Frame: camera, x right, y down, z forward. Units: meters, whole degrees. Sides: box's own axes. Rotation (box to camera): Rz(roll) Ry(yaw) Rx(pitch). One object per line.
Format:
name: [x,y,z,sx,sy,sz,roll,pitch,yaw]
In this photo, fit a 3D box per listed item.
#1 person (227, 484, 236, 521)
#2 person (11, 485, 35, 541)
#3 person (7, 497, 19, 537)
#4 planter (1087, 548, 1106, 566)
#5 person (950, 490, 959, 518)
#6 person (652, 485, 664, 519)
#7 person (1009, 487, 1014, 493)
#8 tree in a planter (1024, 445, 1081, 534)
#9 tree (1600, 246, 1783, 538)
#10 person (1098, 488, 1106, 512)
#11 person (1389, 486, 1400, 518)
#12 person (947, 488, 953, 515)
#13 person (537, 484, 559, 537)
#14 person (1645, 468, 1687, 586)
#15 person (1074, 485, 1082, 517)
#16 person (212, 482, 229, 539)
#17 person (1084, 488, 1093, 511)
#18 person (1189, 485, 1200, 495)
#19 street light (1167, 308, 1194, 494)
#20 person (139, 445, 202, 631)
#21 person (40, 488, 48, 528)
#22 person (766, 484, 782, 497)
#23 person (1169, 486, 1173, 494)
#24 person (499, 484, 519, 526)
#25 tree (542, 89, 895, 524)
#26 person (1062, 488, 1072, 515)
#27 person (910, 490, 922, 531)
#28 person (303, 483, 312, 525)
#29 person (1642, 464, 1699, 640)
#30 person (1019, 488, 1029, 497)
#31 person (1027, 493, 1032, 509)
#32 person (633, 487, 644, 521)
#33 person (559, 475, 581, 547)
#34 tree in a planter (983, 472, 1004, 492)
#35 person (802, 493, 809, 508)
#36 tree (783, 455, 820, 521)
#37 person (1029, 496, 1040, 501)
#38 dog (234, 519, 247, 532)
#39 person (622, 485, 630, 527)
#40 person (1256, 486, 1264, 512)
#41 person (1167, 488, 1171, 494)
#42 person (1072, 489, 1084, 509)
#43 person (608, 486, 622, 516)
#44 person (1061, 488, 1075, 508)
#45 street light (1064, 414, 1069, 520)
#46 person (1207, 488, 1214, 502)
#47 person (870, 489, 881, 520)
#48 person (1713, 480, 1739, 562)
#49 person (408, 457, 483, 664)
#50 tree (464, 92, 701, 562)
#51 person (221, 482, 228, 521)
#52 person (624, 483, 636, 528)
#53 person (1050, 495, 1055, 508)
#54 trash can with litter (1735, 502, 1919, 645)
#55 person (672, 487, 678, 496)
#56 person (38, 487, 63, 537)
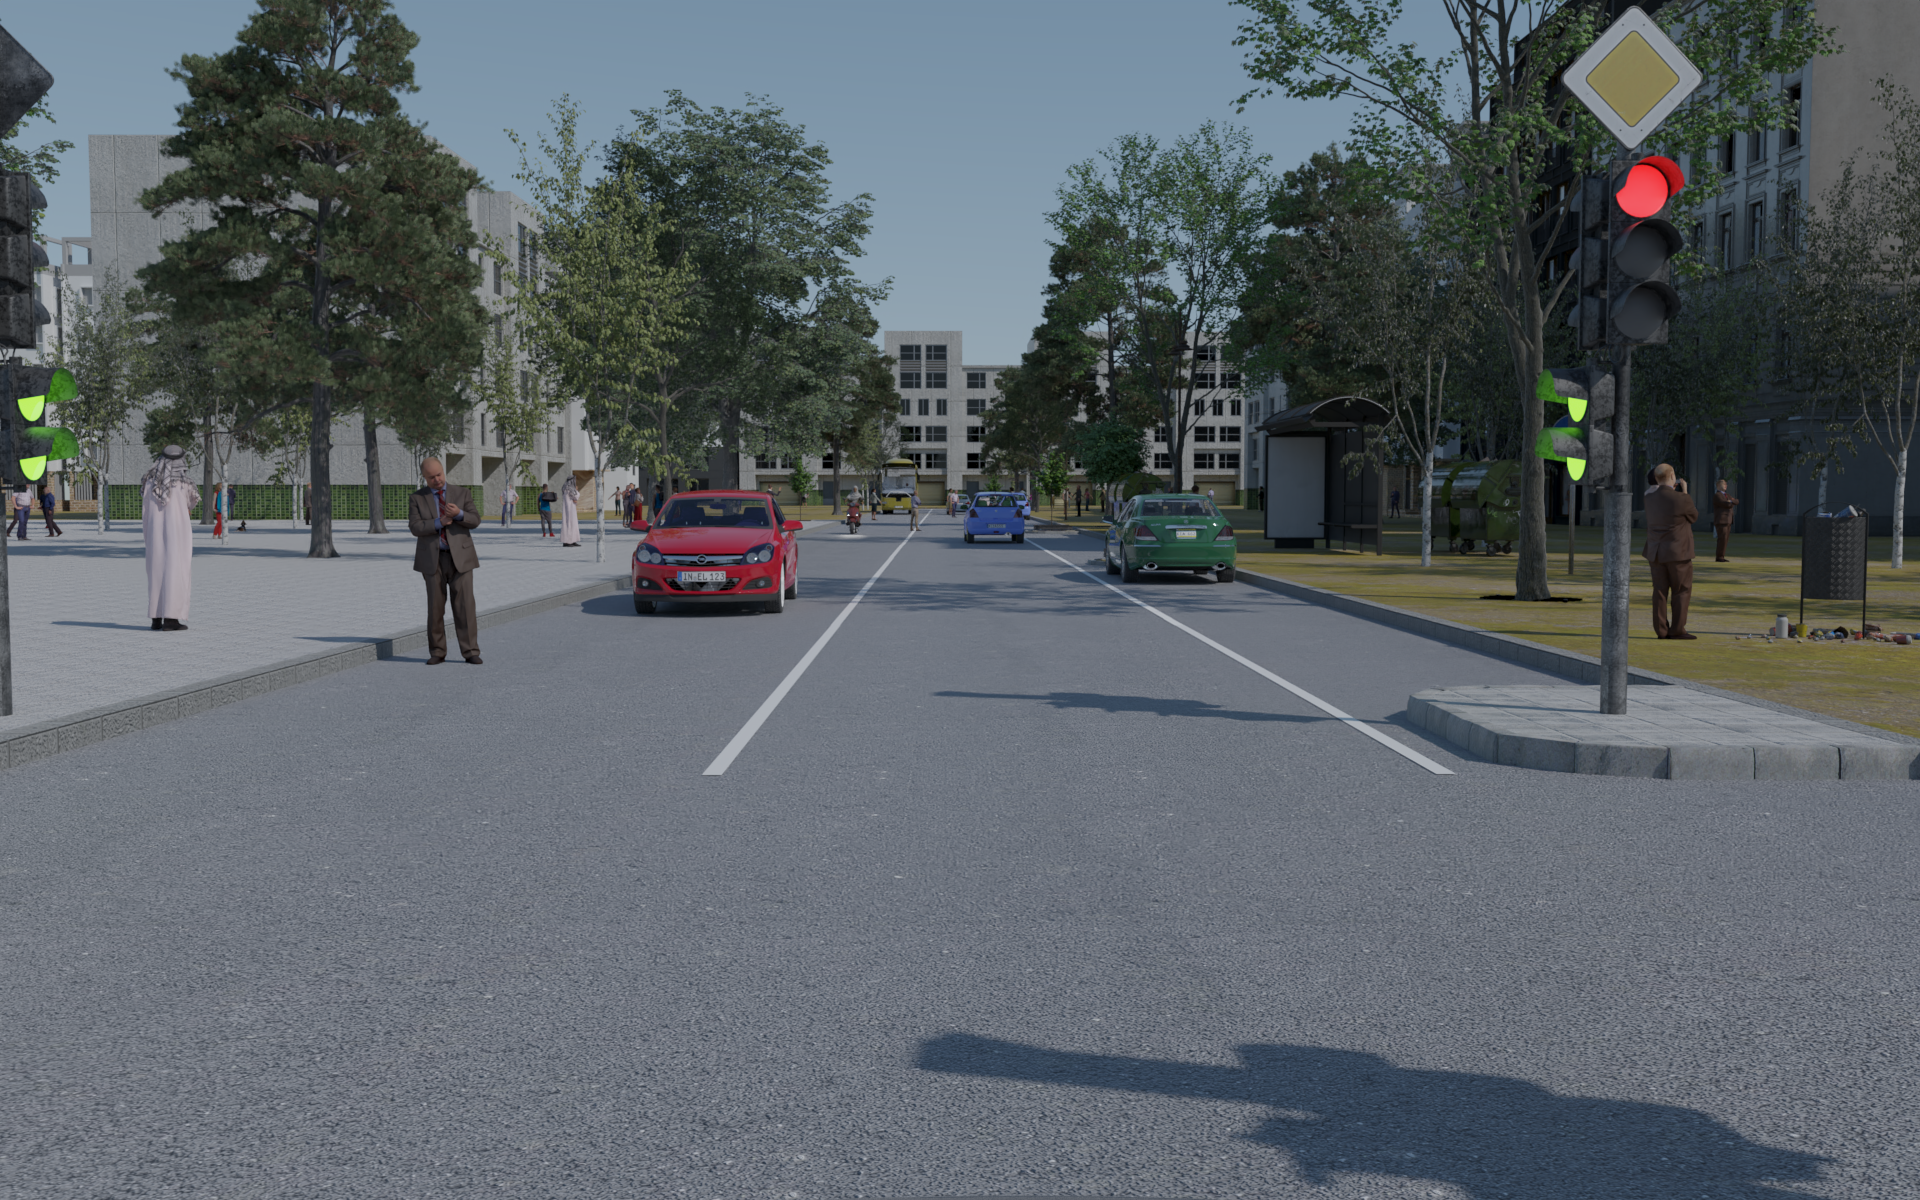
person: [-35.093,-4.682,83.044,0.683,1.767,0.568,-3,5,-41]
person: [-25.859,-2.505,47.933,0.436,1.711,0.756,2,4,26]
person: [-28.194,-2.639,51.885,0.600,1.496,0.574,1,4,21]
planter: [3.625,-0.870,35.372,1.991,0.319,1.994,0,4,-1]
person: [-0.285,-5.904,105.968,0.756,1.711,0.436,-3,4,-39]
person: [-10.053,-3.061,57.964,0.662,1.594,0.647,3,4,37]
person: [3.149,-6.015,106.476,0.705,1.869,1.348,2,4,34]
tree in a planter: [3.367,-4.046,63.376,1.991,3.239,1.994,0,4,-1]
tree: [22.036,-6.133,50.641,4.737,8.622,4.395,0,3,0]
person: [9.934,-7.019,120.895,0.705,1.812,1.348,2,4,24]
person: [22.897,-5.153,91.221,0.530,1.710,0.541,-2,4,-34]
person: [-0.593,-6.618,116.707,0.705,1.824,1.348,2,4,27]
person: [-12.315,-2.684,51.797,0.647,1.594,0.662,0,4,-5]
person: [9.775,-1.009,24.005,0.566,1.644,0.517,0,4,7]
person: [6.697,-5.621,98.083,0.705,1.807,1.348,0,4,-6]
person: [-21.078,-2.546,49.370,0.444,1.614,0.593,3,4,38]
person: [9.511,-7.435,128.317,0.721,1.743,1.217,-2,4,-28]
person: [6.430,-2.401,47.764,0.523,1.526,0.387,1,4,15]
street light: [5.477,-4.309,43.236,0.468,5.910,1.993,0,4,-1]
person: [-7.431,-0.587,16.317,0.551,1.740,0.621,-1,4,-18]
person: [-34.111,-3.429,64.654,0.480,1.512,0.613,-3,5,-41]
person: [-8.024,-4.151,74.719,0.742,1.727,0.445,0,4,7]
person: [13.251,-6.168,107.416,0.721,1.766,1.217,1,4,13]
person: [-17.918,-3.777,68.733,0.756,1.711,0.436,0,4,1]
tree: [-7.256,-9.092,55.301,9.857,13.997,8.962,0,3,0]
person: [6.659,-6.264,108.468,0.705,1.824,1.348,2,4,26]
person: [-1.731,-3.466,67.237,0.319,1.574,0.516,-3,4,-38]
person: [-26.726,-3.957,71.299,0.990,1.755,0.434,3,5,40]
person: [6.275,-0.430,15.338,0.388,1.546,0.482,-2,4,-35]
person: [5.258,-8.604,146.710,1.348,1.826,0.705,0,4,-8]
person: [6.135,-8.624,150.266,0.599,1.433,0.991,3,5,40]
person: [-11.835,-3.372,63.641,0.387,1.526,0.523,-2,4,-26]
person: [-9.416,-2.155,41.952,0.621,1.740,0.551,-2,4,-34]
tree in a planter: [2.692,-8.692,139.344,1.991,3.239,1.994,0,4,-1]
person: [-14.056,-9.099,158.003,0.799,1.438,0.628,0,4,8]
tree: [-7.549,-5.341,81.928,1.663,3.219,1.824,0,3,0]
person: [5.902,-7.946,139.215,1.065,1.426,0.557,1,4,8]
dog: [-24.725,-2.550,59.435,0.550,0.427,0.748,2,4,34]
person: [-13.049,-3.696,67.949,0.415,1.643,0.593,0,4,-7]
person: [21.793,-7.325,125.444,0.705,1.869,1.348,2,4,34]
person: [16.080,-7.753,133.361,0.434,1.755,0.990,-1,4,-18]
person: [10.053,-8.604,147.547,1.217,1.723,0.721,-2,4,-25]
person: [-20.050,-5.782,101.283,1.217,1.736,0.721,1,4,23]
person: [9.990,-9.421,160.085,1.348,1.822,0.705,1,4,15]
street light: [5.203,-6.853,84.830,0.468,5.910,1.993,0,4,-1]
person: [23.062,-9.401,159.613,0.709,1.838,0.599,-1,4,-22]
person: [-4.629,-5.219,94.616,0.721,1.735,1.217,-2,4,-31]
person: [14.445,-1.492,32.704,0.482,1.546,0.388,-2,4,-35]
person: [-4.312,-0.328,14.552,0.565,1.739,0.600,-3,5,-42]
tree: [-6.719,-4.997,32.069,4.737,8.622,4.395,0,3,0]
person: [-28.176,-3.616,65.989,0.431,1.722,0.655,0,4,-5]
person: [-12.380,-3.576,65.427,0.530,1.710,0.541,-2,4,-34]
person: [8.383,-9.191,157.046,1.217,1.736,0.721,0,4,-1]
trash can with litter: [8.077,-0.251,15.155,2.233,1.210,1.678,2,4,30]
person: [-9.963,-3.183,60.546,0.387,1.526,0.523,-2,4,-34]
person: [-27.274,-2.634,51.809,0.600,1.496,0.574,0,4,-5]
